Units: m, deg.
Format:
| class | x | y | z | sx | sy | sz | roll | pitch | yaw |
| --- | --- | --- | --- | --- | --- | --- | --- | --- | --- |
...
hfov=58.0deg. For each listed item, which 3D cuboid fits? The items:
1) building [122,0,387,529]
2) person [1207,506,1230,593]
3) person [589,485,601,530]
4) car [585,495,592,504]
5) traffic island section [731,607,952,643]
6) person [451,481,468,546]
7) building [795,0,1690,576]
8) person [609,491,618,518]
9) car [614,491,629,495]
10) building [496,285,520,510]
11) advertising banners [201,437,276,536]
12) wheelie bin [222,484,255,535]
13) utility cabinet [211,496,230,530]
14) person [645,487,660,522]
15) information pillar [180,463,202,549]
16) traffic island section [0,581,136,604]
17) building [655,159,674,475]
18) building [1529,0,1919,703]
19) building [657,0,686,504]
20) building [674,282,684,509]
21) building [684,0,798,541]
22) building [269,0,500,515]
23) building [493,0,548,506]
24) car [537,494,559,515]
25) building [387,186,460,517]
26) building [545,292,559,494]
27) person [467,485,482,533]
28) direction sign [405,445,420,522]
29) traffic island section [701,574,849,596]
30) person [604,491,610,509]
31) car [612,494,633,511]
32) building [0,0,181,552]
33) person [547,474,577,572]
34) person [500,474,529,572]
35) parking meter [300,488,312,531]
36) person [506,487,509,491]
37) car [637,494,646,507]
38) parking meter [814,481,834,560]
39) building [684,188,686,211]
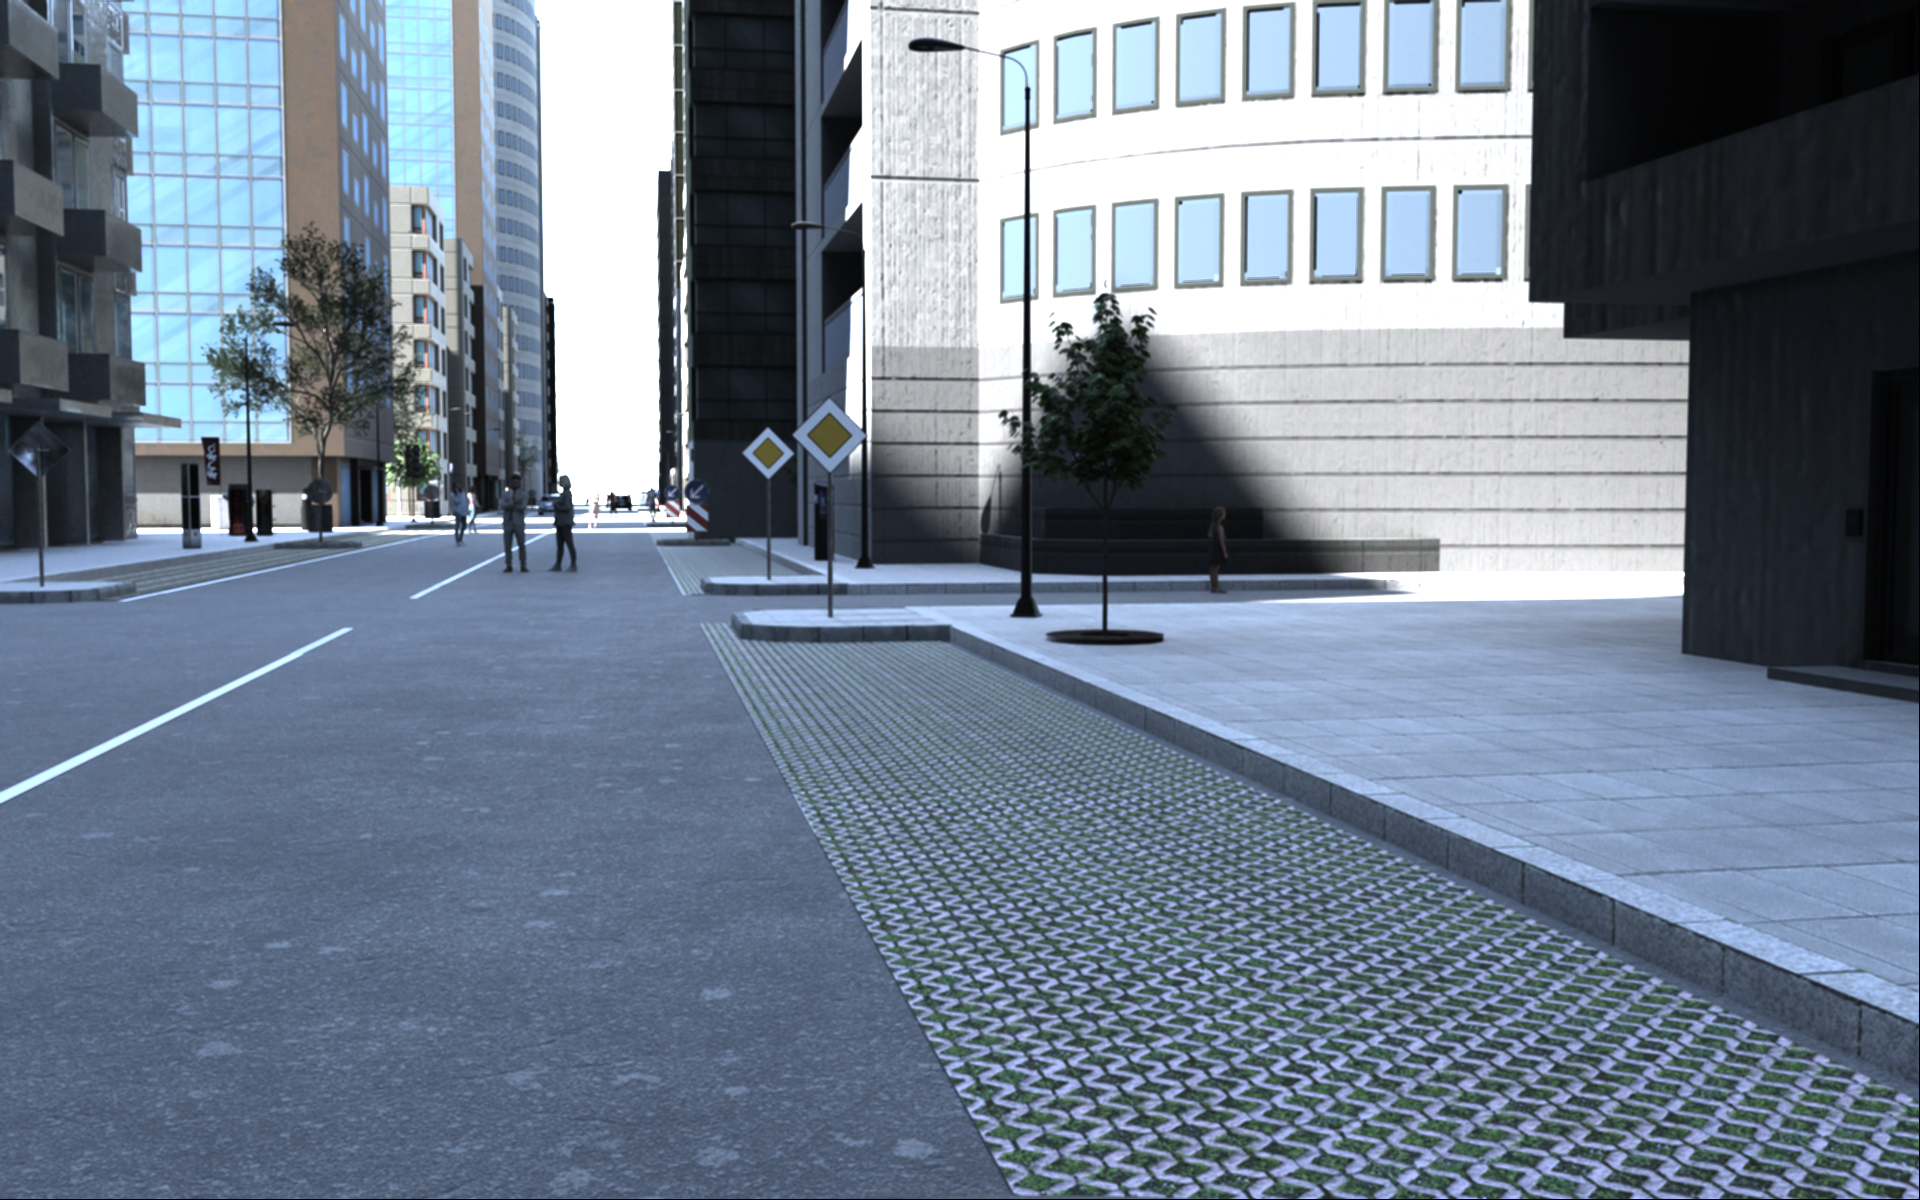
| class | x | y | z | sx | sy | sz | roll | pitch | yaw |
| --- | --- | --- | --- | --- | --- | --- | --- | --- | --- |
| building | -31.128 | -25.634 | 69.226 | 14.600 | 45.320 | 14.200 | -1 | 4 | -11 |
| person | 3.749 | -0.727 | 25.059 | 0.373 | 1.253 | 0.362 | 0 | 4 | -7 |
| person | -14.694 | -3.724 | 69.729 | 0.599 | 1.781 | 0.374 | -2 | 4 | -34 |
| car | -51.939 | -14.181 | 244.432 | 1.945 | 1.354 | 3.894 | -1 | 4 | -9 |
| traffic island section | -1.331 | 0.258 | 18.056 | 2.009 | 0.180 | 2.903 | -1 | 4 | -11 |
| person | -13.879 | -2.401 | 48.017 | 0.793 | 1.790 | 0.793 | -1 | 4 | -10 |
| building | 11.289 | -30.271 | 36.937 | 28.212 | 58.520 | 21.231 | -1 | 4 | -11 |
| person | -21.152 | -5.850 | 105.614 | 0.415 | 1.643 | 0.593 | 3 | 4 | 38 |
| car | -40.991 | -12.226 | 208.575 | 2.281 | 1.827 | 5.304 | -1 | 4 | -12 |
| building | -53.929 | -18.787 | 152.201 | 27.650 | 21.520 | 28.899 | -1 | 4 | -11 |
| advertising banners | -22.220 | -3.496 | 53.340 | 2.074 | 3.025 | 0.090 | -1 | 4 | -15 |
| wheelie bin | -22.557 | -2.832 | 54.212 | 0.980 | 1.594 | 0.693 | -1 | 4 | -13 |
| utility cabinet | -26.163 | -3.093 | 61.735 | 0.306 | 1.237 | 1.020 | 2 | 4 | 27 |
| person | -15.757 | -4.905 | 88.817 | 0.709 | 1.813 | 0.853 | -1 | 4 | -20 |
| information pillar | -18.138 | -2.224 | 40.852 | 0.304 | 2.012 | 0.304 | 2 | 4 | 32 |
| traffic island section | -12.746 | -0.106 | 24.011 | 2.009 | 0.180 | 2.903 | -1 | 4 | -11 |
| building | -32.336 | -38.151 | 247.477 | 21.300 | 48.544 | 21.600 | -1 | 4 | -11 |
| building | 11.583 | -14.643 | 11.113 | 14.160 | 30.474 | 14.107 | -1 | 4 | -11 |
| building | -29.181 | -48.151 | 225.514 | 20.563 | 71.187 | 20.611 | -1 | 4 | -11 |
| building | -9.092 | -18.203 | 142.666 | 27.650 | 21.520 | 28.899 | -1 | 4 | -11 |
| building | -2.147 | -17.490 | 57.666 | 14.160 | 30.474 | 14.107 | -1 | 4 | -11 |
| building | -42.907 | -29.454 | 131.680 | 14.600 | 45.320 | 14.200 | -1 | 4 | -11 |
| building | -57.122 | -39.656 | 190.374 | 21.231 | 58.520 | 28.212 | -1 | 4 | -11 |
| car | -27.987 | -6.534 | 118.828 | 2.014 | 1.417 | 4.499 | -1 | 4 | -11 |
| building | -46.155 | -16.162 | 109.295 | 27.650 | 21.520 | 28.899 | -1 | 4 | -11 |
| building | -64.000 | -28.821 | 242.923 | 14.160 | 30.474 | 14.107 | -1 | 4 | -11 |
| person | -17.807 | -3.313 | 63.255 | 0.593 | 1.750 | 0.643 | 3 | 5 | 43 |
| direction sign | -25.143 | -5.358 | 79.596 | 0.379 | 3.537 | 0.876 | 2 | 4 | 23 |
| traffic island section | -2.834 | -0.221 | 25.899 | 2.009 | 0.180 | 2.903 | -1 | 4 | -11 |
| person | -34.426 | -9.802 | 169.482 | 1.217 | 1.735 | 0.721 | 3 | 4 | 37 |
| car | -29.805 | -8.727 | 152.479 | 2.009 | 1.686 | 4.222 | -1 | 4 | -12 |
| building | -30.776 | -25.359 | 34.236 | 23.786 | 49.044 | 30.456 | -1 | 4 | -11 |
| person | -7.359 | -1.428 | 32.030 | 0.526 | 1.800 | 0.537 | -1 | 4 | -21 |
| person | -8.191 | -1.416 | 31.834 | 0.511 | 1.800 | 0.466 | -1 | 4 | -22 |
| parking meter | -22.895 | -3.197 | 60.675 | 0.372 | 1.533 | 0.369 | 0 | 3 | 0 |
| person | -24.785 | -5.301 | 95.188 | 0.660 | 1.820 | 0.620 | -1 | 4 | -13 |
| car | -34.259 | -10.832 | 189.105 | 2.014 | 1.417 | 4.499 | -1 | 4 | -12 |
| parking meter | -2.636 | -1.540 | 33.592 | 0.372 | 1.533 | 0.369 | 0 | 3 | 0 |
| building | 0.407 | -14.885 | 88.409 | 27.650 | 21.520 | 28.899 | -1 | 4 | -11 |
